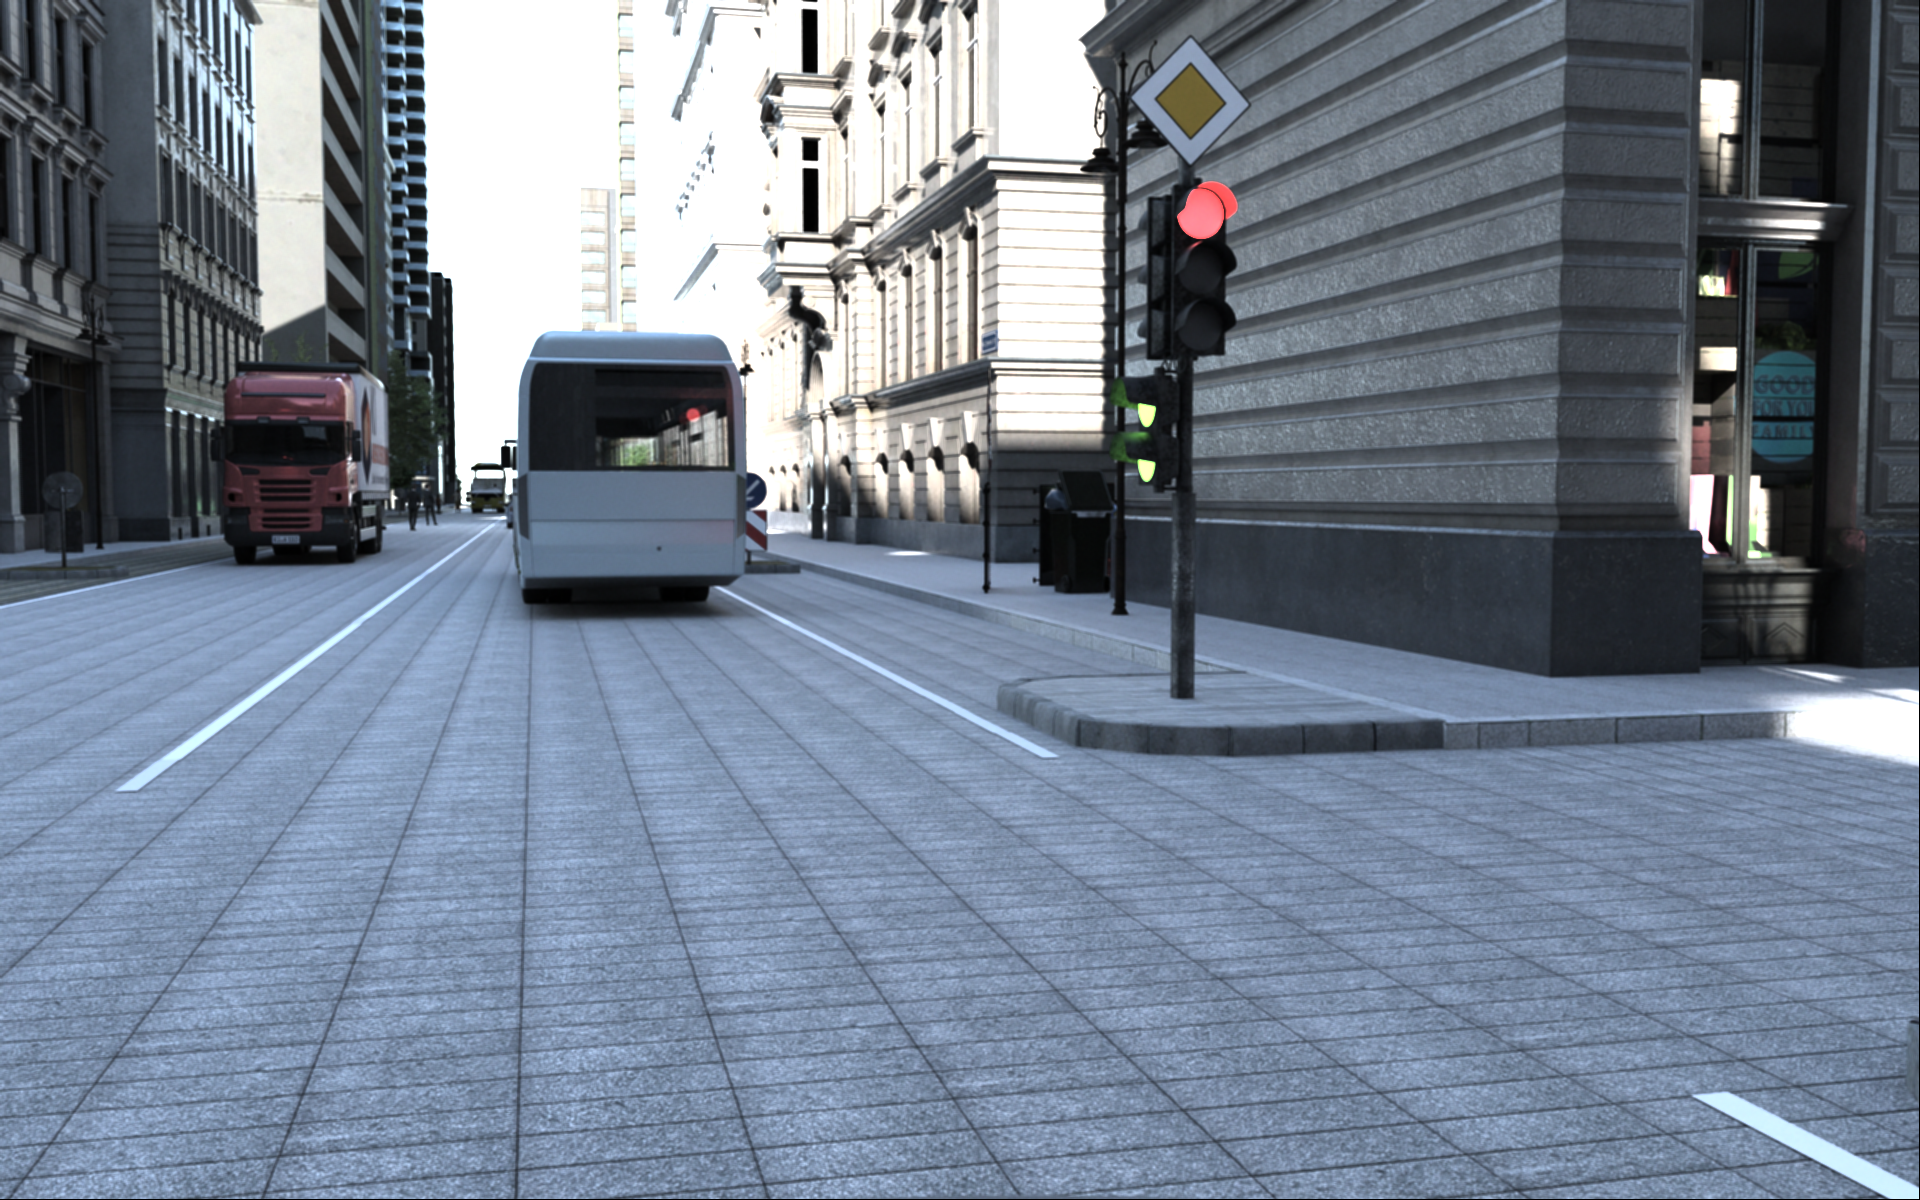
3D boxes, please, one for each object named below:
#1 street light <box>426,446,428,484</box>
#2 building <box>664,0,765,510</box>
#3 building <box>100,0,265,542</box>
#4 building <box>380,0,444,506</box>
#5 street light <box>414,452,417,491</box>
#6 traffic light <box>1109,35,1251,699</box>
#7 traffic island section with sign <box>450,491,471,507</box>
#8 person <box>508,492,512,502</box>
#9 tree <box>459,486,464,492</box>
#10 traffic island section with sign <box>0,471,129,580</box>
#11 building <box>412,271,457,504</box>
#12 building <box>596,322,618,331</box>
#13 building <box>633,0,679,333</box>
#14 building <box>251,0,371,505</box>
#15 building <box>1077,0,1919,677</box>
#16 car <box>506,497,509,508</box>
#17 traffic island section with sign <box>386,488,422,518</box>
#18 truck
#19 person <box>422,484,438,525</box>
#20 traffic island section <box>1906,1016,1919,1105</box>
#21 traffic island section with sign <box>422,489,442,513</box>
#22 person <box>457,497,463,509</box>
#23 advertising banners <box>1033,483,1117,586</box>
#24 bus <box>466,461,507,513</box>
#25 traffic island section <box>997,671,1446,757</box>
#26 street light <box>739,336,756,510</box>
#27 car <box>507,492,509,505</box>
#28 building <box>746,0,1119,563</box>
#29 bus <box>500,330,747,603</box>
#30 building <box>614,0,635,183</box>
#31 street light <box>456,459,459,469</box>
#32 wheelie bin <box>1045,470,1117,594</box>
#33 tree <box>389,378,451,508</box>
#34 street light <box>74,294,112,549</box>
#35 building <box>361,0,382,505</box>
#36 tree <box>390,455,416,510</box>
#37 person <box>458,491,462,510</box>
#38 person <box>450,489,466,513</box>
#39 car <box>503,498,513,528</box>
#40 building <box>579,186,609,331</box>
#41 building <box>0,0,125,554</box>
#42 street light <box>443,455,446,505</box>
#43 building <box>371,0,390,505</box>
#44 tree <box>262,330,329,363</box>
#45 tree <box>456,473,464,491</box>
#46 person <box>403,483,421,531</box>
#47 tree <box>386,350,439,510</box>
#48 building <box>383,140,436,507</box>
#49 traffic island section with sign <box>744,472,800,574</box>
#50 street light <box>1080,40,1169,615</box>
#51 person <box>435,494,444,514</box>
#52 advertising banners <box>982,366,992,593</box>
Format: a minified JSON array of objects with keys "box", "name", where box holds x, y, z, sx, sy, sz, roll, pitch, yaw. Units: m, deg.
[{"box":[-50.316,-11.665,163.511,0.468,5.910,1.993,-1,4,-14],"name":"street light"},{"box":[-5.423,-17.745,76.028,13.634,28.700,20.117,-1,4,-14],"name":"building"},{"box":[-28.058,-12.517,53.810,9.793,20.994,18.267,-1,4,-14],"name":"building"},{"box":[-70.407,-54.007,195.685,22.319,86.520,31.000,-1,4,-14],"name":"building"},{"box":[-46.299,-10.661,147.096,0.468,5.910,1.993,-1,4,-14],"name":"street light"},{"box":[1.382,-1.338,10.792,0.839,4.253,0.868,-1,4,-14],"name":"traffic light"},{"box":[-53.533,-10.799,185.195,1.989,1.847,2.006,-1,4,-14],"name":"traffic island section with sign"},{"box":[-57.399,-12.952,221.185,0.541,1.710,0.530,0,4,-7],"name":"person"},{"box":[-68.561,-14.774,236.155,1.663,3.219,1.824,0,3,0],"name":"tree"},{"box":[-15.430,-1.285,29.645,1.989,1.847,2.006,-1,4,-14],"name":"traffic island section with sign"},{"box":[-71.889,-27.453,220.562,14.160,30.474,14.107,-1,4,-14],"name":"building"},{"box":[-26.315,-21.204,191.731,27.650,21.520,28.899,-1,4,-14],"name":"building"},{"box":[-10.370,-34.842,111.667,21.231,58.520,28.212,-1,4,-14],"name":"building"},{"box":[-42.554,-28.391,87.889,21.300,48.544,21.600,-1,4,-14],"name":"building"},{"box":[11.964,-11.581,18.224,19.941,23.489,11.050,-1,4,-14],"name":"building"},{"box":[-49.370,-10.786,185.394,2.155,1.783,4.494,-1,4,-12],"name":"car"},{"box":[-33.837,-5.881,104.790,1.989,1.847,2.006,-1,4,-14],"name":"traffic island section with sign"},{"box":[-14.581,-3.068,39.078,2.839,4.237,11.283,-1,4,-14],"name":"truck"},{"box":[-24.484,-4.410,79.960,0.648,1.900,0.474,0,4,6],"name":"person"},{"box":[3.323,1.169,3.160,2.009,0.180,2.903,-1,4,-14],"name":"traffic island section"},{"box":[-40.314,-7.498,131.224,1.989,1.847,2.006,-1,4,-14],"name":"traffic island section with sign"},{"box":[-46.604,-9.288,161.078,1.217,1.735,0.721,3,5,43],"name":"person"},{"box":[1.990,-1.732,24.507,2.074,3.025,0.090,-1,4,-23],"name":"advertising banners"},{"box":[-36.464,-8.714,134.015,2.896,3.916,12.252,-1,4,-14],"name":"bus"},{"box":[1.423,0.695,10.916,2.009,0.180,2.903,-1,4,-14],"name":"traffic island section"},{"box":[-6.285,-4.770,50.776,0.468,5.910,1.993,-1,4,-14],"name":"street light"},{"box":[-59.556,-13.223,224.871,2.281,1.827,5.304,-1,4,-12],"name":"car"},{"box":[1.644,-14.061,48.978,14.460,24.649,34.723,-1,4,-14],"name":"building"},{"box":[-5.391,-1.907,26.037,2.948,3.499,13.247,-1,4,-15],"name":"bus"},{"box":[-19.021,-27.414,131.814,14.154,41.232,14.086,-1,4,-14],"name":"building"},{"box":[-66.345,-15.663,228.884,0.468,5.910,1.993,-1,4,-14],"name":"street light"},{"box":[1.540,-0.896,22.559,0.980,1.594,0.693,-1,4,-22],"name":"wheelie bin"},{"box":[-49.159,-14.005,154.729,9.928,11.665,9.643,0,3,0],"name":"tree"},{"box":[-20.062,-4.124,40.221,0.468,5.910,1.993,-1,4,-14],"name":"street light"},{"box":[-43.790,-25.844,106.145,14.154,41.232,14.086,-1,4,-14],"name":"building"},{"box":[-46.226,-9.693,142.186,4.285,4.588,4.351,0,3,0],"name":"tree"},{"box":[-44.070,-8.776,152.779,0.721,1.735,1.217,-2,4,-25],"name":"person"},{"box":[-38.929,-7.693,134.276,1.348,1.824,0.705,1,4,13],"name":"person"},{"box":[-18.398,-3.773,73.684,2.014,1.417,4.499,-1,4,-15],"name":"car"},{"box":[-44.015,-33.636,233.546,14.154,41.232,14.086,-1,4,-14],"name":"building"},{"box":[-21.945,-10.655,25.124,10.553,20.767,40.483,-1,4,-14],"name":"building"},{"box":[-58.330,-13.651,195.982,0.468,5.910,1.993,-1,4,-14],"name":"street light"},{"box":[-47.592,-28.716,119.625,14.600,45.320,14.200,-1,4,-14],"name":"building"},{"box":[-30.179,-7.819,78.195,4.737,8.622,4.395,0,3,0],"name":"tree"},{"box":[-68.242,-15.200,232.233,4.285,4.588,4.351,0,3,0],"name":"tree"},{"box":[-21.542,-3.665,68.196,0.659,1.850,0.755,-1,4,-9],"name":"person"},{"box":[-44.692,-13.284,135.321,7.486,12.596,7.792,0,3,0],"name":"tree"},{"box":[-68.736,-29.197,169.252,32.217,40.220,23.993,-1,4,-14],"name":"building"},{"box":[-4.088,-1.429,31.984,1.989,1.847,2.006,-1,4,-14],"name":"traffic island section with sign"},{"box":[1.704,-2.782,18.269,0.468,5.910,1.993,-1,4,-14],"name":"street light"},{"box":[-36.631,-6.728,121.758,0.557,1.426,1.065,1,4,14],"name":"person"},{"box":[0.377,-1.655,23.249,0.090,3.025,2.074,0,4,3],"name":"advertising banners"}]
